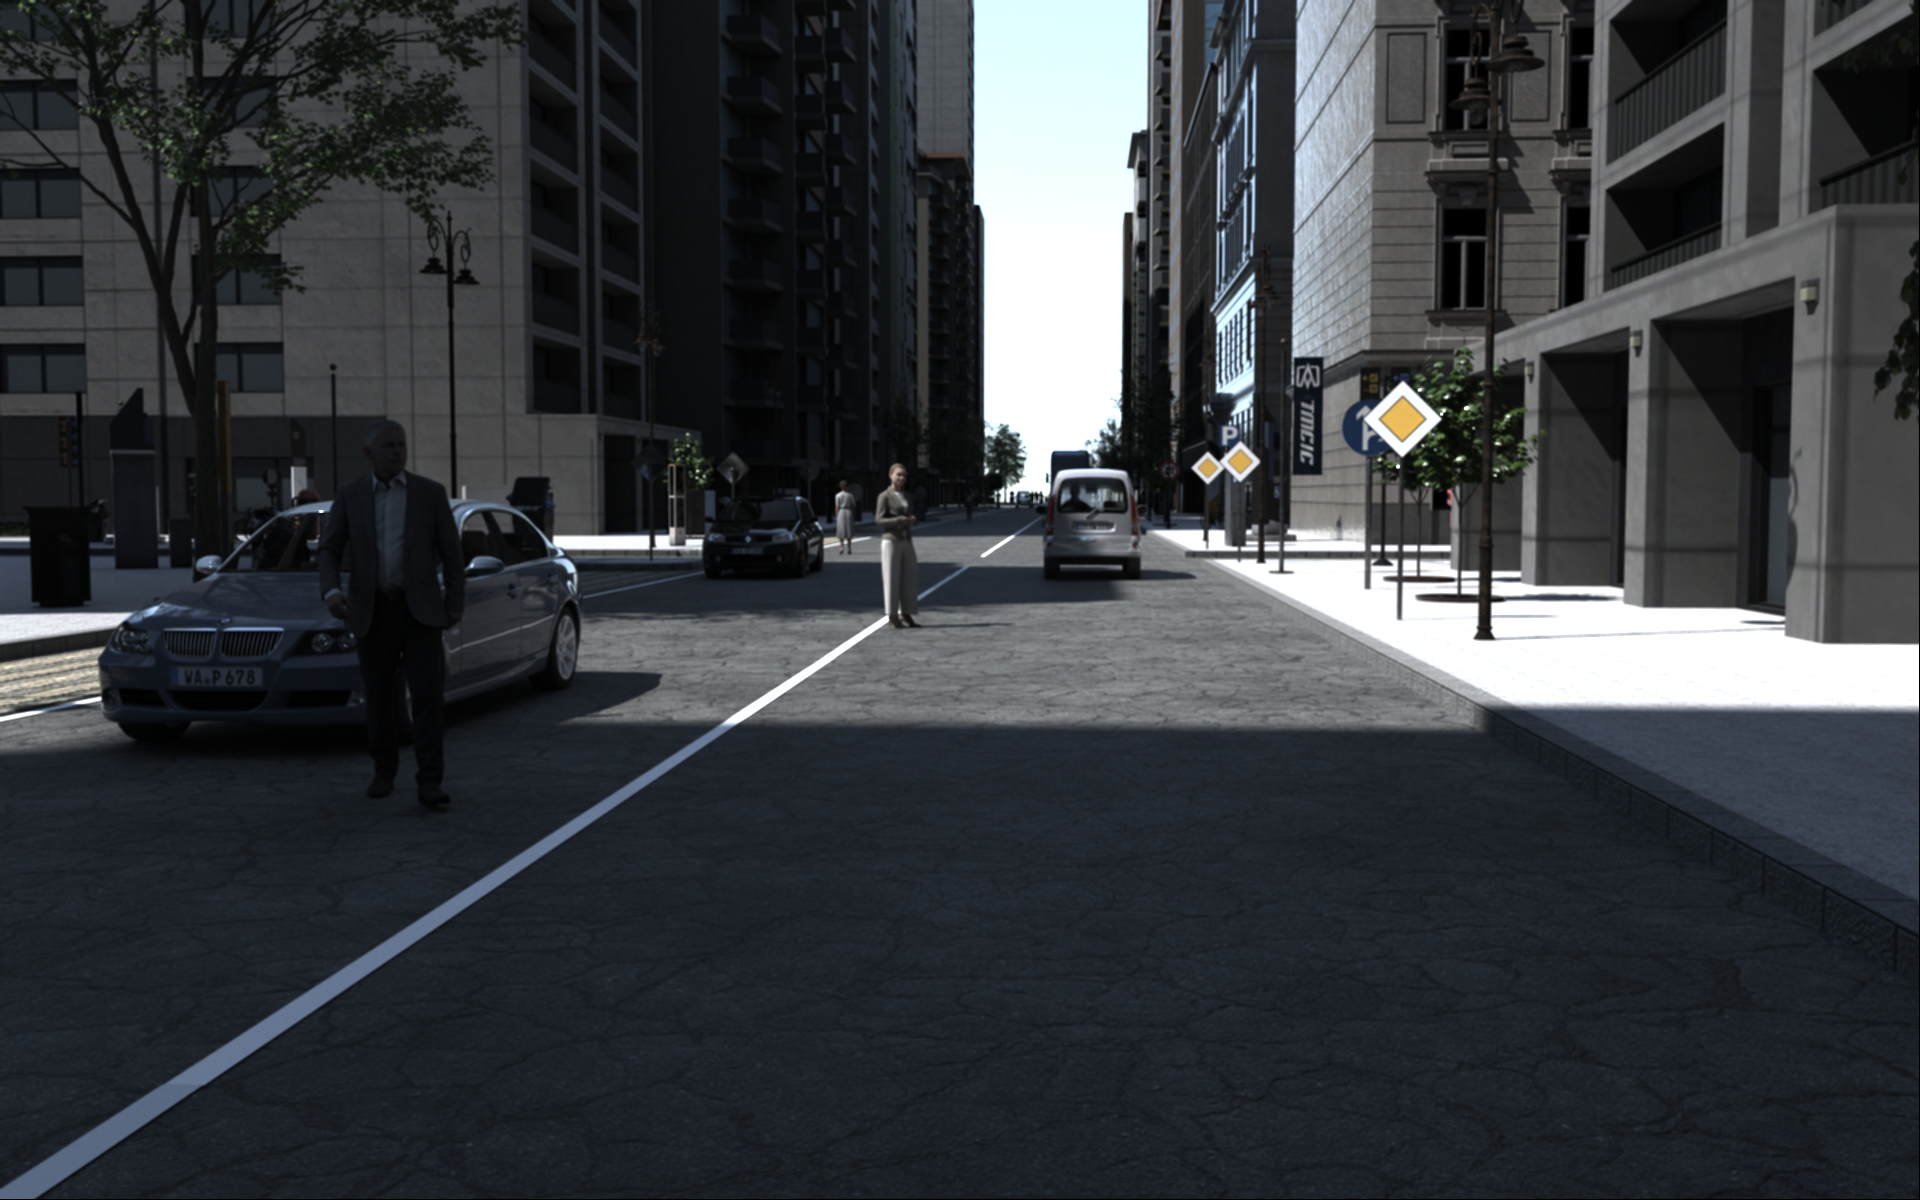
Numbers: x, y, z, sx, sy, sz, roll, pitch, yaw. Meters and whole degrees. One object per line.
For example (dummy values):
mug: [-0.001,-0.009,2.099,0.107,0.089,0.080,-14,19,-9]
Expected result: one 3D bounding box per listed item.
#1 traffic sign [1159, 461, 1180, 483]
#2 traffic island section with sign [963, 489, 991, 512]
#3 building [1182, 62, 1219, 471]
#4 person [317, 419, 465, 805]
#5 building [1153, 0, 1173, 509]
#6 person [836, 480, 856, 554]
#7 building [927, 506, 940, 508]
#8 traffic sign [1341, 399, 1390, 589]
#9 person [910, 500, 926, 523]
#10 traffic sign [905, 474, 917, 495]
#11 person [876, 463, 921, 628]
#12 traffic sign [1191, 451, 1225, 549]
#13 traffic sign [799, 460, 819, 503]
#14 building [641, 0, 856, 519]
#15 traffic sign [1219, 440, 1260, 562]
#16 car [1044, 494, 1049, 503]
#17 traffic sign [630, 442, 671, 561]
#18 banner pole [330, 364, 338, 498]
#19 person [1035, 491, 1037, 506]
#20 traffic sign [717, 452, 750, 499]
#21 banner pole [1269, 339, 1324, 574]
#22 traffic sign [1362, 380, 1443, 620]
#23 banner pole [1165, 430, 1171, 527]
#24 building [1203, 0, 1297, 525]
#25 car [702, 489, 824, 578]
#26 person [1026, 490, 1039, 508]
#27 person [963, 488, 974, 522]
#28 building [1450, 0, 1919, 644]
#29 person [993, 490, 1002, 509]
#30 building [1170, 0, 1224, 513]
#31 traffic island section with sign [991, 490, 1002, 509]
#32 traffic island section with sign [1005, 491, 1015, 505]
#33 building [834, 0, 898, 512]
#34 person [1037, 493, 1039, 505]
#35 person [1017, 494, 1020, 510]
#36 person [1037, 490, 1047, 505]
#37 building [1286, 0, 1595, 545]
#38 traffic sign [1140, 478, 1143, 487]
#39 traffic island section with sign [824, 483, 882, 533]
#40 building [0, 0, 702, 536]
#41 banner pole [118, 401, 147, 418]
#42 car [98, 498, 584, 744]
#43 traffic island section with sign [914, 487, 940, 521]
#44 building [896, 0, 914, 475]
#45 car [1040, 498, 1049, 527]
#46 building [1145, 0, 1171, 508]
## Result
traffic sign: [7.962,-4.021,65.855,0.768,2.556,0.104,1,4,11]
traffic island section with sign: [1.272,-8.077,140.693,1.989,1.847,2.006,0,4,4]
building: [21.055,-18.894,102.432,14.314,27.812,24.014,0,4,4]
person: [-2.612,0.053,8.034,0.661,1.777,0.834,-2,4,-26]
building: [27.502,-29.953,144.359,22.147,44.769,28.867,0,4,4]
person: [-2.732,-1.972,41.313,0.480,1.755,0.524,-1,4,-10]
building: [-12.519,-44.620,167.783,20.563,71.187,20.611,0,4,4]
traffic sign: [5.499,-1.418,23.285,0.768,2.556,0.104,1,4,8]
person: [-2.053,-4.393,85.820,1.012,1.151,0.738,-2,4,-26]
traffic sign: [-3.028,-6.537,106.988,0.768,2.556,0.104,1,4,11]
person: [-0.642,-0.579,18.523,0.362,1.759,0.519,3,5,43]
traffic sign: [5.774,-2.249,40.411,0.795,2.450,0.064,0,4,4]
traffic sign: [-5.706,-4.004,65.576,0.768,2.556,0.104,0,4,5]
building: [-17.670,-26.995,95.987,22.147,44.769,28.867,0,4,4]
traffic sign: [5.239,-1.762,32.444,0.795,2.450,0.064,0,4,4]
car: [14.118,-16.049,272.616,2.015,1.641,3.980,0,4,2]
traffic sign: [-5.929,-1.809,33.212,0.795,2.450,0.064,0,4,4]
banner pole: [-12.117,-2.664,33.567,0.401,3.779,0.863,-1,4,-22]
person: [9.284,-12.408,211.001,0.705,1.869,1.348,0,4,8]
traffic sign: [-5.393,-2.296,41.180,0.795,2.450,0.064,0,4,4]
banner pole: [5.436,-2.318,27.923,0.863,3.779,0.401,1,4,13]
traffic sign: [4.474,-1.002,17.571,0.795,2.450,0.064,1,4,9]
banner pole: [8.026,-4.675,66.455,0.401,3.779,0.863,0,4,2]
building: [18.834,-17.973,79.760,13.634,28.700,20.117,0,4,4]
car: [-3.468,-1.294,30.938,2.009,1.686,4.222,0,4,2]
person: [7.278,-10.137,174.205,1.348,1.831,0.705,0,4,3]
person: [0.480,-4.955,90.111,0.593,1.750,0.643,1,4,16]
building: [17.870,-35.366,16.490,20.563,71.187,20.611,0,4,4]
person: [3.618,-9.628,166.001,0.705,1.814,1.350,3,5,41]
building: [22.197,-28.907,122.732,14.600,45.320,14.200,0,4,4]
traffic island section with sign: [3.097,-9.745,167.958,1.989,1.847,2.006,0,4,4]
traffic island section with sign: [6.758,-13.072,222.348,1.989,1.847,2.006,0,4,4]
building: [-12.136,-26.911,123.590,14.154,41.232,14.086,0,4,4]
person: [10.081,-13.281,226.090,0.683,1.767,0.568,2,4,26]
person: [5.378,-8.926,157.663,0.599,1.433,0.991,0,4,-5]
person: [6.811,-8.227,143.797,0.721,1.735,1.217,-3,5,-40]
building: [32.134,-16.671,48.982,44.131,29.872,17.030,0,4,4]
traffic sign: [11.301,-6.580,109.705,0.606,2.300,0.079,1,4,13]
traffic island section with sign: [-3.904,-3.371,63.740,1.989,1.847,2.006,0,4,4]
building: [-20.602,-38.146,61.946,20.563,71.187,20.611,0,4,4]
banner pole: [-22.364,-3.474,46.809,0.863,3.779,0.401,-2,4,-30]
car: [-3.839,0.030,11.519,2.014,1.417,4.499,0,4,4]
traffic island section with sign: [-2.069,-5.038,90.991,1.989,1.847,2.006,0,4,4]
building: [-18.215,-33.971,144.666,28.713,52.752,27.495,0,4,4]
car: [4.585,-3.945,76.863,2.083,1.381,4.827,0,4,3]
building: [29.064,-38.556,172.386,21.231,58.520,28.212,0,4,4]
